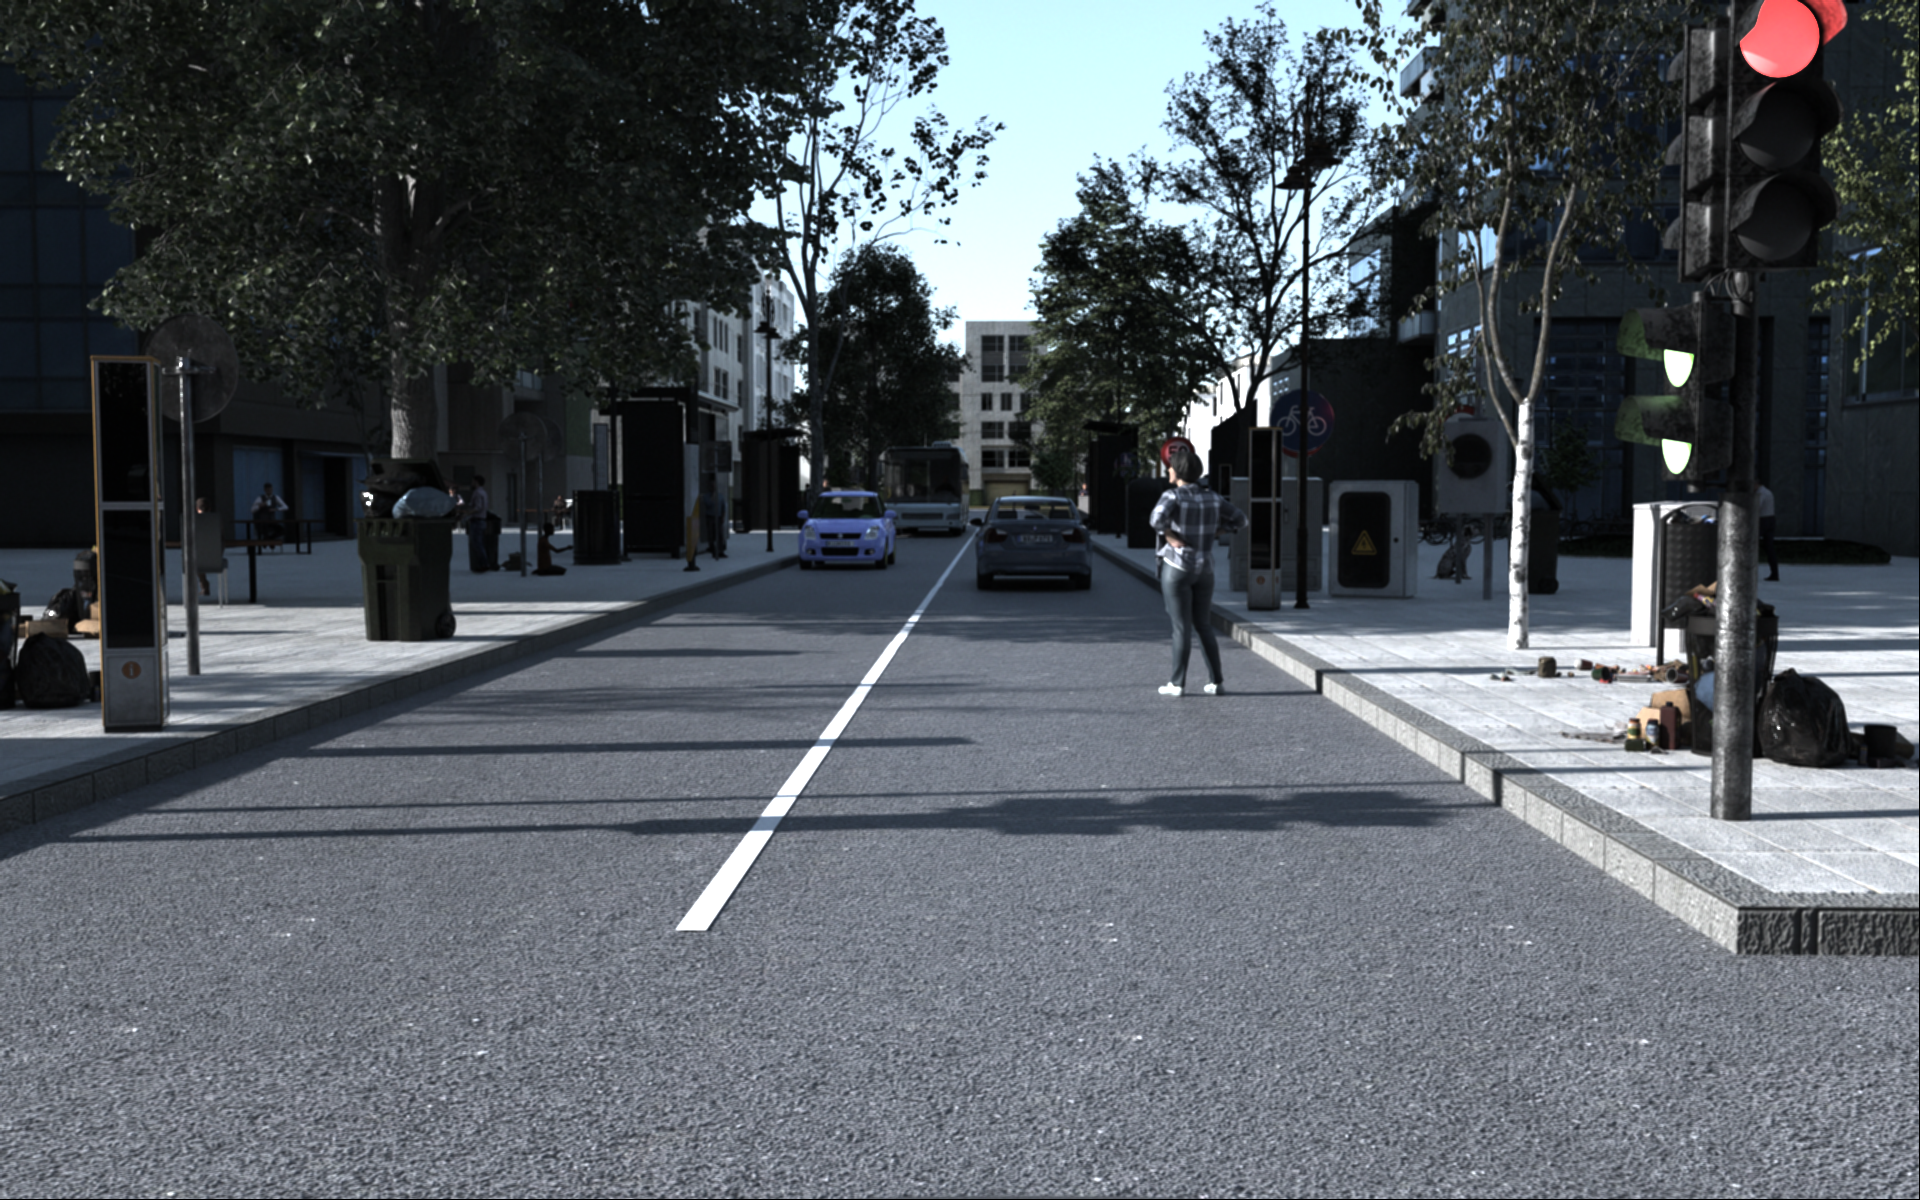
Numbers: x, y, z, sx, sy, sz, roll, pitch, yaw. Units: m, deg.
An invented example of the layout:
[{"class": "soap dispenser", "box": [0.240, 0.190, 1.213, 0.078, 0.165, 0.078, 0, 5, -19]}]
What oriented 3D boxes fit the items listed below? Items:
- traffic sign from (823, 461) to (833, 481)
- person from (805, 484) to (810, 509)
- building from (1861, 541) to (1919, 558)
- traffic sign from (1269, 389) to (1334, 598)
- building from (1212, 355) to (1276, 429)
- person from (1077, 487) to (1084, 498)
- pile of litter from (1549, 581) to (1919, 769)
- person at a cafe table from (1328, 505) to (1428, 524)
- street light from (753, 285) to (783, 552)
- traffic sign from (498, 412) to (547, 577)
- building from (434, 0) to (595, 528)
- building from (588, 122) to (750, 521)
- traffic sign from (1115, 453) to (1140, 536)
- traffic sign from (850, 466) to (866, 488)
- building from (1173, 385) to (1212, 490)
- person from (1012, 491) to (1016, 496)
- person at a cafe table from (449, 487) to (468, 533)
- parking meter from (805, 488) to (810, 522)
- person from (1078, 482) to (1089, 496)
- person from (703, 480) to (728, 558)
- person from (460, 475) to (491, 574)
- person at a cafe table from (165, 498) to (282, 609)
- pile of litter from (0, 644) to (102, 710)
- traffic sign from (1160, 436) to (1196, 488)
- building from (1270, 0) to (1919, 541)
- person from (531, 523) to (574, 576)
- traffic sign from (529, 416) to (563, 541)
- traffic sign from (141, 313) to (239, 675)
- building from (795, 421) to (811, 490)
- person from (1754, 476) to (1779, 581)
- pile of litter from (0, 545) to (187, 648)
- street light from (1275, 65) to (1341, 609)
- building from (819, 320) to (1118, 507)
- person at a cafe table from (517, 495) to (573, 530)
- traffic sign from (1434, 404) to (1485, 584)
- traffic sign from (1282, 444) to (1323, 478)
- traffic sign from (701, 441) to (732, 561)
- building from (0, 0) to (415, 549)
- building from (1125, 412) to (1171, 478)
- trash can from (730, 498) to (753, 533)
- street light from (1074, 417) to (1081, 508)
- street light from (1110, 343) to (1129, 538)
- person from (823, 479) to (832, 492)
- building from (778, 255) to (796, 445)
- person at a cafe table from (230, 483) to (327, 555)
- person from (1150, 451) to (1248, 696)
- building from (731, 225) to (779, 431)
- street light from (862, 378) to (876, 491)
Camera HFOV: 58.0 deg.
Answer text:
[{"class": "traffic sign", "box": [-5.046, -4.183, 68.391, 0.884, 2.594, 0.081, 0, 4, 5]}, {"class": "person", "box": [-7.956, -5.147, 90.160, 1.348, 1.831, 0.705, -3, 5, -45]}, {"class": "building", "box": [33.133, -43.608, 25.655, 31.000, 86.520, 22.319, 0, 4, 1]}, {"class": "traffic sign", "box": [4.136, -1.280, 21.033, 0.768, 2.556, 0.104, 1, 4, 9]}, {"class": "building", "box": [21.676, -9.948, 104.801, 9.099, 9.664, 28.070, 0, 4, 1]}, {"class": "person", "box": [9.138, -7.484, 128.362, 1.348, 1.831, 0.705, 3, 5, 40]}, {"class": "pile of litter", "box": [3.930, 0.320, 8.728, 1.176, 0.858, 1.719, -2, 4, -31]}, {"class": "person at a cafe table", "box": [8.380, -1.518, 35.684, 1.726, 1.238, 1.698, -2, 4, -28]}, {"class": "street light", "box": [-4.250, -4.022, 38.543, 0.468, 5.910, 1.993, 0, 4, 1]}, {"class": "traffic sign", "box": [-6.779, -1.635, 26.831, 0.768, 2.556, 0.104, 0, 4, 3]}, {"class": "building", "box": [-23.153, -23.522, 68.183, 14.154, 41.232, 14.086, 0, 4, 1]}, {"class": "building", "box": [-22.626, -14.197, 98.582, 16.747, 18.905, 31.486, 0, 4, 1]}, {"class": "traffic sign", "box": [5.139, -3.250, 53.245, 0.768, 2.556, 0.104, 0, 4, 4]}, {"class": "traffic sign", "box": [-3.752, -3.766, 63.699, 0.606, 2.300, 0.079, 0, 4, 5]}, {"class": "building", "box": [22.400, -11.682, 133.155, 9.099, 9.664, 28.070, 0, 4, 1]}, {"class": "person", "box": [4.702, -8.572, 149.575, 0.530, 1.710, 0.541, 3, 5, 42]}, {"class": "person at a cafe table", "box": [-16.634, -2.948, 56.720, 1.698, 1.524, 1.622, -1, 4, -15]}, {"class": "parking meter", "box": [-4.568, -2.743, 53.260, 0.372, 1.533, 0.369, 0, 3, 0]}, {"class": "person", "box": [4.567, -3.446, 63.312, 0.541, 1.710, 0.530, 2, 4, 27]}, {"class": "person", "box": [-4.884, -1.617, 34.687, 0.499, 1.552, 0.429, 0, 4, -4]}, {"class": "person", "box": [-7.770, -1.216, 27.879, 0.435, 1.587, 0.963, -1, 4, -8]}, {"class": "person at a cafe table", "box": [-8.800, -0.569, 20.163, 1.698, 1.238, 1.726, -1, 4, -21]}, {"class": "pile of litter", "box": [-5.981, 0.210, 10.524, 1.719, 0.858, 1.176, -1, 4, -12]}, {"class": "traffic sign", "box": [4.794, -2.328, 38.164, 0.768, 2.556, 0.104, 0, 4, 5]}, {"class": "building", "box": [25.468, -45.957, 64.072, 22.319, 86.520, 31.000, 0, 4, 1]}, {"class": "person", "box": [-6.452, -0.803, 27.458, 0.655, 0.850, 0.859, -1, 4, -18]}, {"class": "traffic sign", "box": [-6.863, -1.723, 28.277, 0.768, 2.556, 0.104, 0, 4, 3]}, {"class": "traffic sign", "box": [-5.436, -0.740, 12.211, 0.768, 2.556, 0.104, 1, 4, 10]}, {"class": "building", "box": [-29.615, -14.694, 182.387, 28.070, 9.664, 9.099, 0, 4, 1]}, {"class": "person", "box": [11.786, -1.060, 25.593, 0.590, 1.554, 0.614, 3, 5, 39]}, {"class": "pile of litter", "box": [-7.864, -0.099, 15.581, 1.719, 0.858, 1.176, 2, 4, 25]}, {"class": "street light", "box": [3.838, -2.843, 19.273, 0.468, 5.910, 1.993, 0, 4, 1]}, {"class": "building", "box": [0.726, -19.488, 185.089, 31.486, 18.905, 16.747, 0, 4, 1]}, {"class": "person at a cafe table", "box": [-14.546, -3.108, 61.678, 1.698, 1.238, 1.726, 2, 4, 35]}, {"class": "traffic sign", "box": [7.140, -1.507, 24.742, 0.768, 2.556, 0.104, 0, 4, 6]}, {"class": "traffic sign", "box": [4.825, -1.503, 24.677, 0.768, 2.556, 0.104, 1, 4, 8]}, {"class": "traffic sign", "box": [-4.672, -1.904, 33.259, 0.606, 2.300, 0.079, 0, 4, 8]}, {"class": "building", "box": [-23.767, -24.211, 45.965, 14.600, 45.320, 14.200, 0, 4, 1]}, {"class": "building", "box": [30.407, -14.615, 181.096, 28.070, 9.664, 9.099, 0, 4, 1]}, {"class": "trash can", "box": [-7.134, -2.754, 56.687, 0.748, 1.137, 0.748, 0, 3, 0]}, {"class": "street light", "box": [5.441, -6.632, 81.226, 0.468, 5.910, 1.993, 0, 4, 1]}, {"class": "street light", "box": [4.611, -4.736, 50.227, 0.468, 5.910, 1.993, 0, 4, 1]}, {"class": "person", "box": [-4.693, -3.289, 59.940, 0.598, 1.807, 0.434, -1, 4, -11]}, {"class": "building", "box": [-19.501, -17.358, 140.215, 11.380, 20.091, 16.016, 0, 4, 1]}, {"class": "person at a cafe table", "box": [-14.716, -1.750, 37.129, 1.698, 1.524, 1.622, -3, 5, -39]}, {"class": "person", "box": [1.641, -0.190, 12.323, 0.841, 1.734, 0.376, -2, 4, -26]}, {"class": "building", "box": [-21.534, -16.124, 120.042, 16.016, 20.091, 11.380, 0, 4, 1]}, {"class": "street light", "box": [-3.623, -5.901, 69.262, 0.468, 5.910, 1.993, 0, 4, 1]}]
